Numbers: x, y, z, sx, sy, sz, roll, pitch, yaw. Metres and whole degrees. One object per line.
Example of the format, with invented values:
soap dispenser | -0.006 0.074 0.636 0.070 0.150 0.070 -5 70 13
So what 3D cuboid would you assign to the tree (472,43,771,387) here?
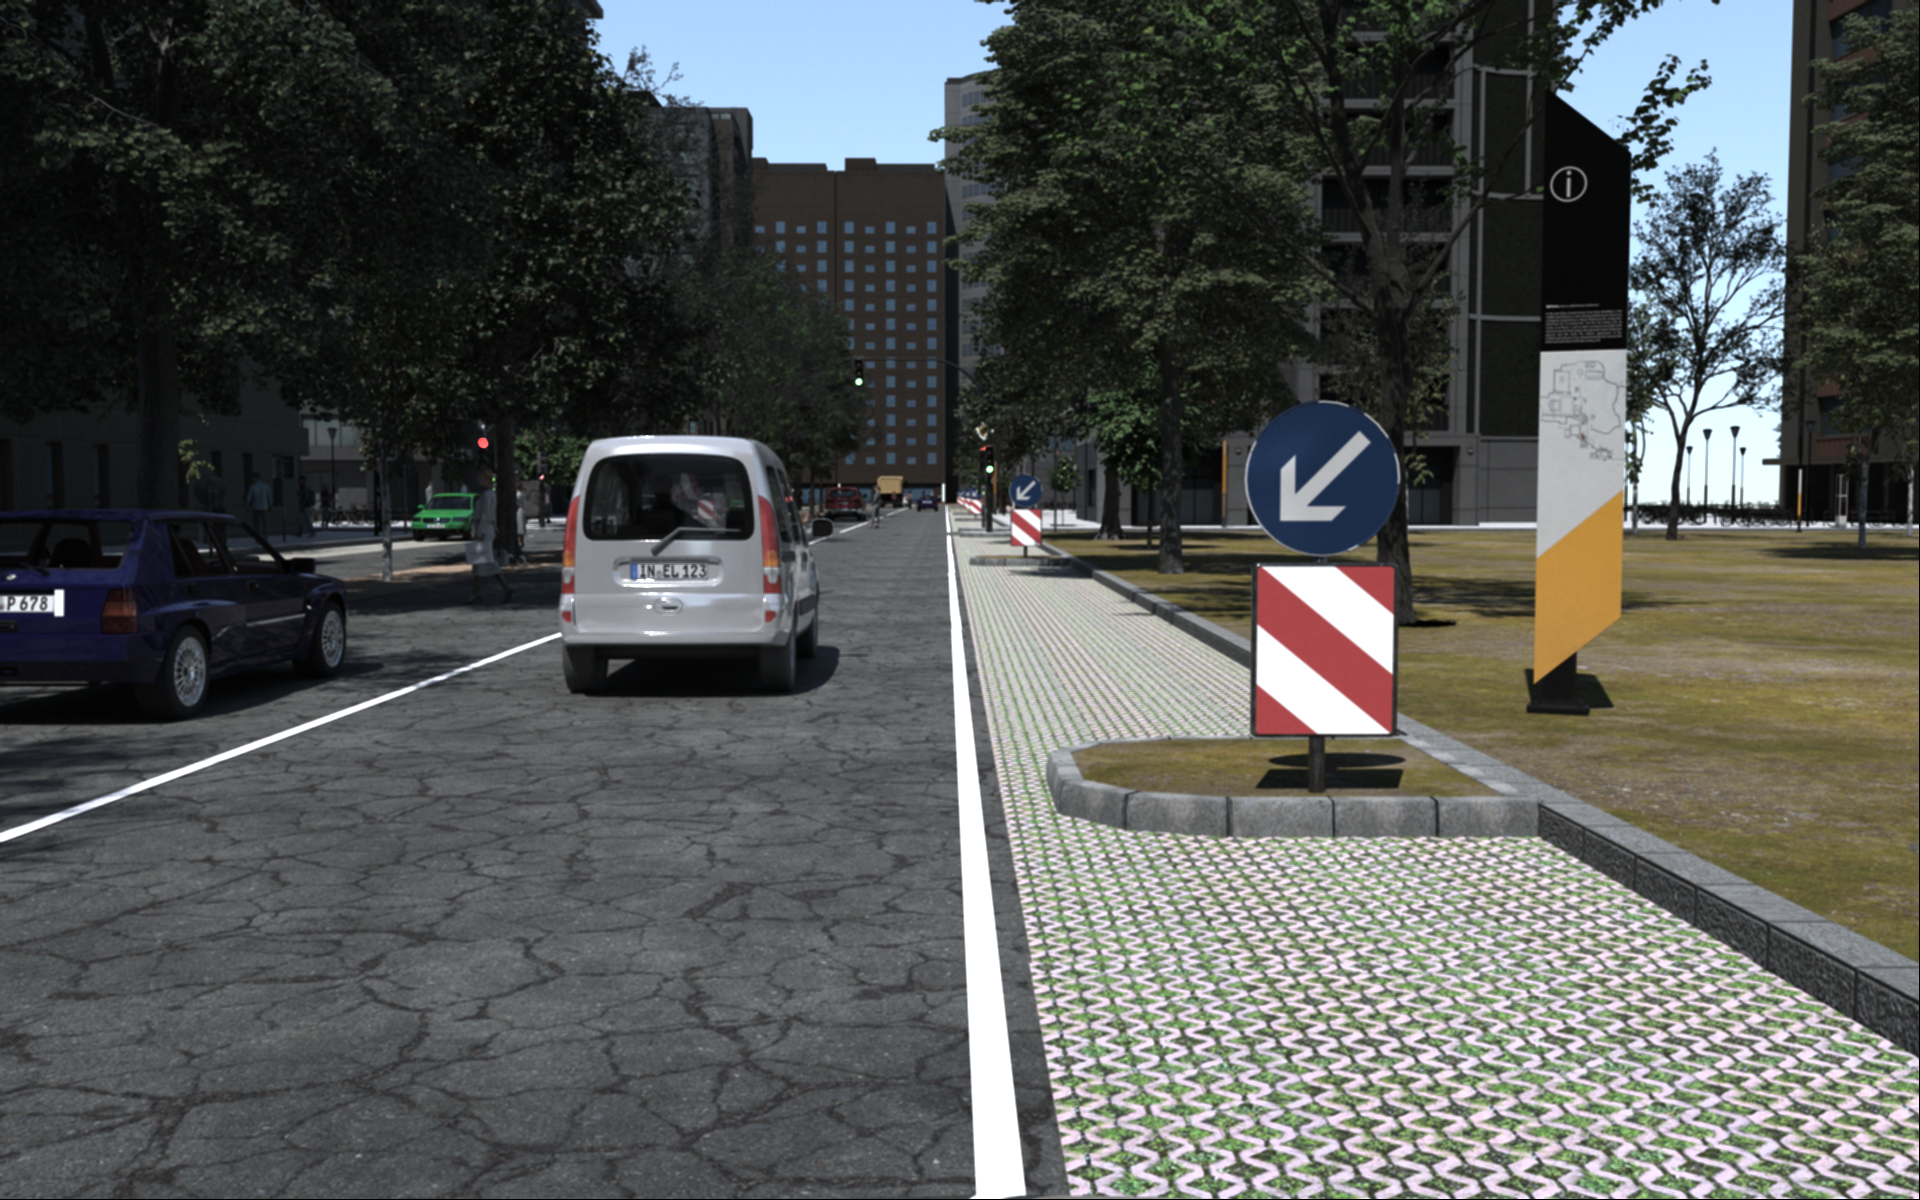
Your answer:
tree | -9.347 -8.222 47.251 12.009 13.543 11.850 0 3 0

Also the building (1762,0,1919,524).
building | 53.812 -26.034 80.274 28.867 44.769 22.147 0 4 0

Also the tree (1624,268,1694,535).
tree | 20.935 -6.346 54.124 4.737 8.622 4.395 0 3 0

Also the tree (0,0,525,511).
tree | -9.551 -6.798 20.254 9.857 13.997 8.962 0 3 0

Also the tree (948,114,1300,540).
tree | 4.391 -8.060 48.793 9.611 12.733 9.660 0 3 0

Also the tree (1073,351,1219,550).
tree | 4.319 -3.450 40.120 4.285 4.588 4.351 0 3 0

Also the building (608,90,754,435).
building | -28.934 -30.238 177.983 14.154 41.232 14.086 0 4 0

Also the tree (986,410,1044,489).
tree | 3.287 -9.155 100.051 4.360 8.622 3.978 0 3 0

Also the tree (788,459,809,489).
tree | -19.417 -15.617 205.695 4.360 8.622 3.978 0 3 0

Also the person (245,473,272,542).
person | -18.207 -2.389 44.964 0.638 1.841 0.748 -1 4 -20

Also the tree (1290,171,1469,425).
tree | 9.864 -5.495 40.213 4.360 8.622 3.978 0 3 0

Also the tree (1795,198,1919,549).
tree | 21.506 -5.521 40.625 4.737 8.622 4.395 0 3 0

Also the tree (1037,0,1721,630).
tree | 4.186 -5.567 16.783 9.928 11.665 9.643 0 3 0

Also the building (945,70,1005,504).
building | 12.026 -42.513 237.087 28.212 58.520 21.231 0 4 0

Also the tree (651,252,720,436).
tree | -9.759 -8.703 70.505 9.928 11.665 9.643 0 3 0

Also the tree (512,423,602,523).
tree | -18.757 -5.710 77.071 4.285 4.588 4.351 0 3 0

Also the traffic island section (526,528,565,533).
traffic island section | -15.911 -2.670 65.933 2.009 0.180 2.903 0 4 0

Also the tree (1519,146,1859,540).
tree | 19.711 -6.911 47.404 8.767 10.594 7.601 0 4 2

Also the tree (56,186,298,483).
tree | -18.145 -5.401 38.670 4.737 8.622 4.395 0 3 0

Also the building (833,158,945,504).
building | -9.149 -35.695 233.718 14.200 45.320 14.600 0 4 0

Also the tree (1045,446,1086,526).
tree | 4.252 -4.570 69.322 1.663 3.219 1.824 0 3 0

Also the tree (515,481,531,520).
tree | -21.801 -5.578 85.803 1.663 3.219 1.824 0 3 0

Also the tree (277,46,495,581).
tree | -9.308 -4.586 27.802 4.737 8.622 4.395 0 3 0

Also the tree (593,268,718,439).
tree | -9.659 -6.290 55.667 4.360 8.622 3.978 0 3 0

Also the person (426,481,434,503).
person | -22.031 -4.030 72.052 0.853 1.813 0.709 -3 4 -37

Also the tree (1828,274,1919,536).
tree | 28.571 -6.239 52.364 4.360 8.622 3.978 0 3 0

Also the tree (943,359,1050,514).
tree | 2.337 -10.877 112.256 7.601 10.594 8.767 0 4 4

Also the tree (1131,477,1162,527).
tree | 7.383 -4.485 67.930 1.663 3.219 1.824 0 3 0

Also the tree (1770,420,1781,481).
tree | 57.018 -8.911 108.594 11.467 7.101 20.602 0 4 -3

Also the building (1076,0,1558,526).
building | 16.298 -39.113 77.750 20.611 71.187 20.563 0 4 0

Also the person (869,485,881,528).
person | -3.585 -3.879 72.199 0.573 1.790 0.520 0 4 -2

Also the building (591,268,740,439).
building | -35.254 -19.020 156.016 27.650 21.520 28.899 0 4 0

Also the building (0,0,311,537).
building | -35.342 -12.016 41.494 28.899 21.520 27.650 0 4 0

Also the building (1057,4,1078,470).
building | 20.516 -31.990 112.281 28.713 52.752 27.495 0 4 0

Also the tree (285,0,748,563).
tree | -9.476 -7.122 35.911 9.611 12.733 9.660 0 3 0

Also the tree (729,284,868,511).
tree | -9.976 -12.013 105.524 9.857 13.997 8.962 0 3 0

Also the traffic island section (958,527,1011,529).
traffic island section | 0.929 -2.678 66.069 2.009 0.180 2.903 0 4 0

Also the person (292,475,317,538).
person | -19.109 -2.715 50.421 0.713 1.824 0.794 -1 4 -13

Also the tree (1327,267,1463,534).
tree | 13.972 -6.384 54.734 4.737 8.622 4.395 0 3 0

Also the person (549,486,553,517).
person | -23.364 -5.631 98.664 0.362 1.759 0.519 0 4 -7

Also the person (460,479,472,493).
person | -18.538 -3.597 64.957 0.850 1.850 0.679 0 4 6

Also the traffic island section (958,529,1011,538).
traffic island section | 0.996 -2.190 58.084 2.009 0.180 2.903 0 4 0

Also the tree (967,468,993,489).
tree | 2.338 -12.634 190.277 4.285 4.588 4.351 0 3 0

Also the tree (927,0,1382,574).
tree | 3.071 -6.681 27.363 7.486 12.596 7.792 0 3 0

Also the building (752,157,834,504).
building | -23.465 -35.676 233.418 14.200 45.320 14.600 0 4 0

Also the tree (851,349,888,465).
tree | -9.748 -10.417 83.139 12.009 13.543 11.850 0 3 0

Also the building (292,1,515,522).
building | -30.861 -24.579 85.458 14.154 41.232 14.086 0 4 0

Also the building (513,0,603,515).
building | -37.601 -25.721 112.422 32.217 40.220 23.993 0 4 0

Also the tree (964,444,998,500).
tree | 2.284 -15.431 202.664 4.737 8.622 4.395 0 3 0

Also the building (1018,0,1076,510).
building | 15.671 -37.466 154.569 21.231 58.520 28.212 0 4 0

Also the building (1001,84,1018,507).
building | 15.767 -35.380 202.169 21.300 48.544 21.600 0 4 0

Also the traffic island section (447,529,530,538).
traffic island section | -15.845 -2.182 57.948 2.009 0.180 2.903 0 4 0

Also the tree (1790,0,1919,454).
tree | 19.586 -6.989 32.397 7.486 12.596 7.792 0 3 0

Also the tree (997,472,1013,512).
tree | 3.494 -9.062 142.759 1.663 3.219 1.824 0 3 0
